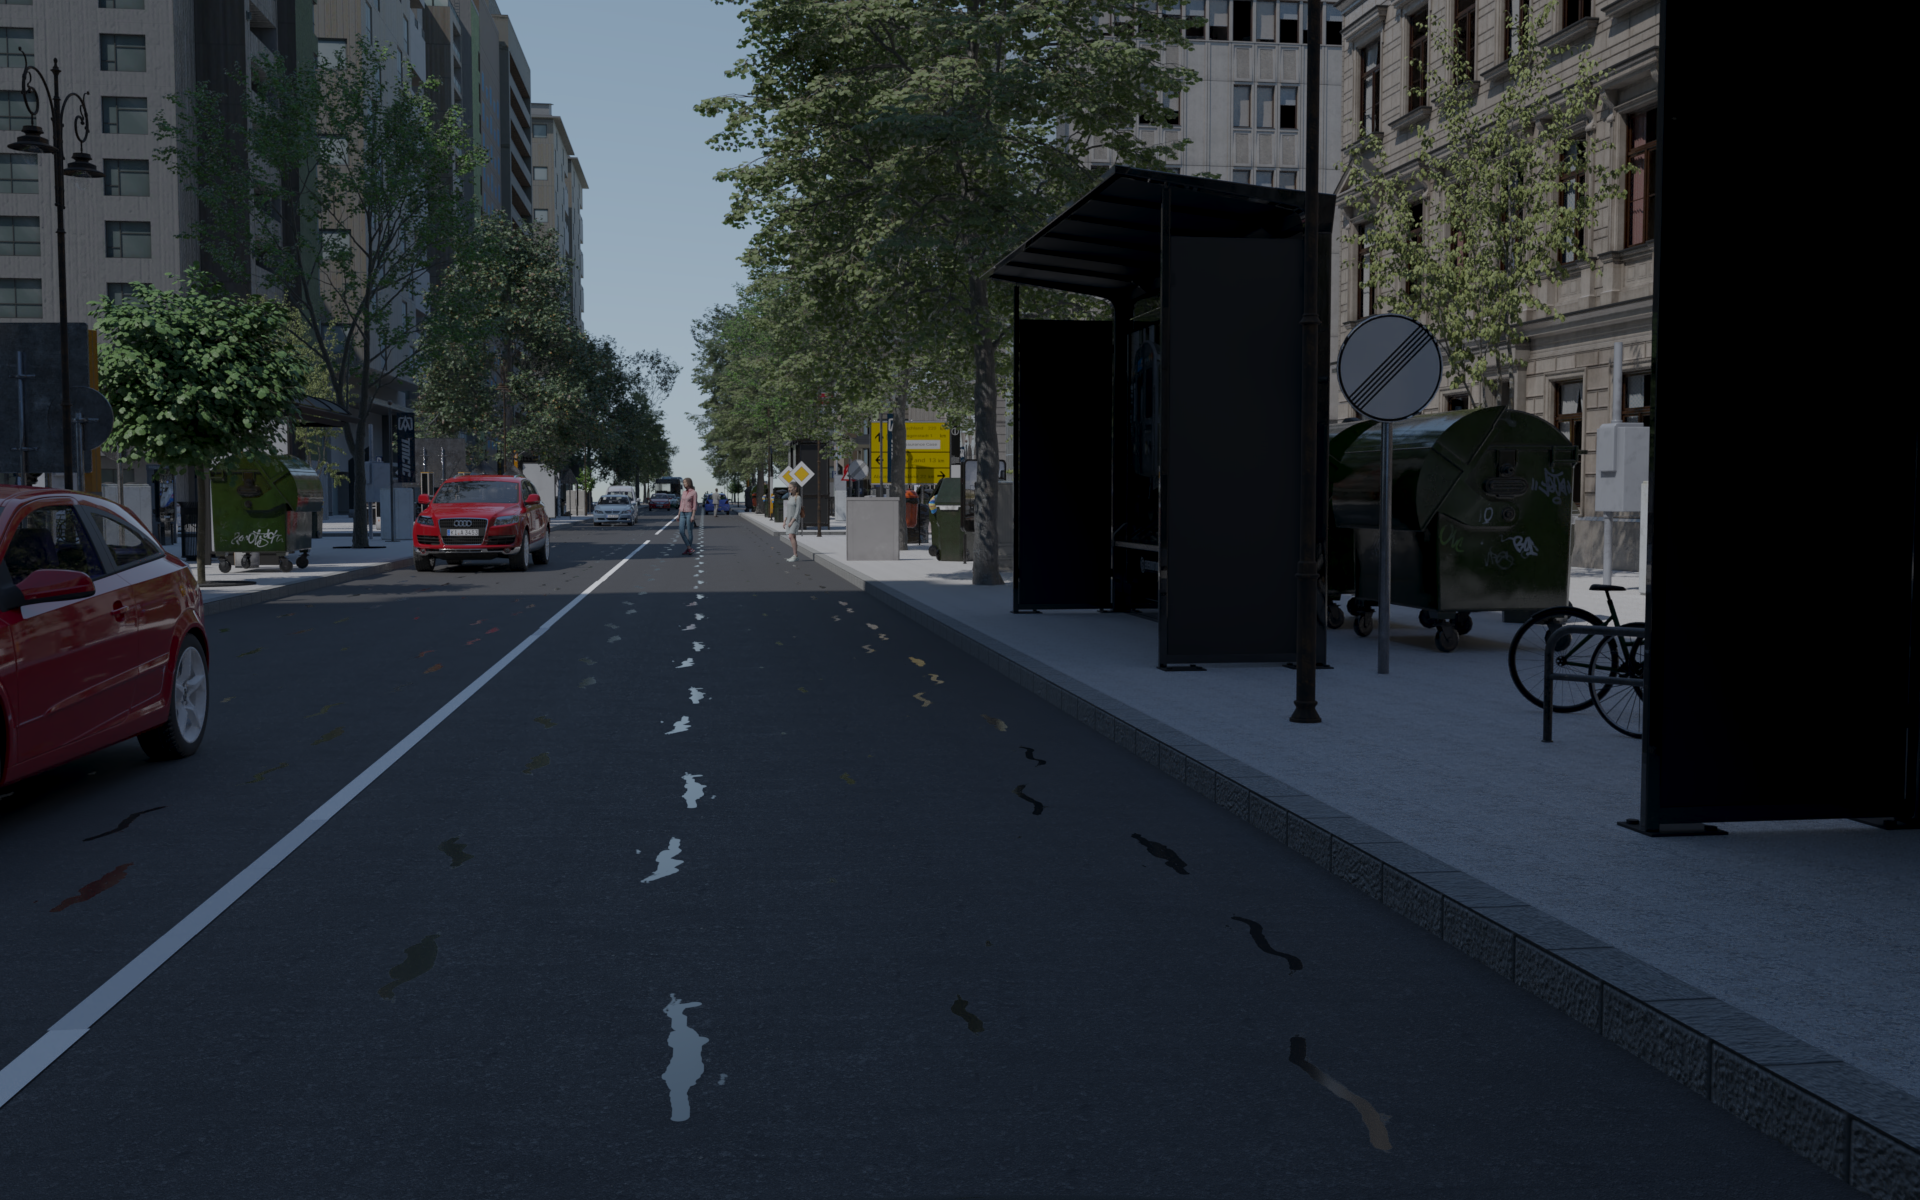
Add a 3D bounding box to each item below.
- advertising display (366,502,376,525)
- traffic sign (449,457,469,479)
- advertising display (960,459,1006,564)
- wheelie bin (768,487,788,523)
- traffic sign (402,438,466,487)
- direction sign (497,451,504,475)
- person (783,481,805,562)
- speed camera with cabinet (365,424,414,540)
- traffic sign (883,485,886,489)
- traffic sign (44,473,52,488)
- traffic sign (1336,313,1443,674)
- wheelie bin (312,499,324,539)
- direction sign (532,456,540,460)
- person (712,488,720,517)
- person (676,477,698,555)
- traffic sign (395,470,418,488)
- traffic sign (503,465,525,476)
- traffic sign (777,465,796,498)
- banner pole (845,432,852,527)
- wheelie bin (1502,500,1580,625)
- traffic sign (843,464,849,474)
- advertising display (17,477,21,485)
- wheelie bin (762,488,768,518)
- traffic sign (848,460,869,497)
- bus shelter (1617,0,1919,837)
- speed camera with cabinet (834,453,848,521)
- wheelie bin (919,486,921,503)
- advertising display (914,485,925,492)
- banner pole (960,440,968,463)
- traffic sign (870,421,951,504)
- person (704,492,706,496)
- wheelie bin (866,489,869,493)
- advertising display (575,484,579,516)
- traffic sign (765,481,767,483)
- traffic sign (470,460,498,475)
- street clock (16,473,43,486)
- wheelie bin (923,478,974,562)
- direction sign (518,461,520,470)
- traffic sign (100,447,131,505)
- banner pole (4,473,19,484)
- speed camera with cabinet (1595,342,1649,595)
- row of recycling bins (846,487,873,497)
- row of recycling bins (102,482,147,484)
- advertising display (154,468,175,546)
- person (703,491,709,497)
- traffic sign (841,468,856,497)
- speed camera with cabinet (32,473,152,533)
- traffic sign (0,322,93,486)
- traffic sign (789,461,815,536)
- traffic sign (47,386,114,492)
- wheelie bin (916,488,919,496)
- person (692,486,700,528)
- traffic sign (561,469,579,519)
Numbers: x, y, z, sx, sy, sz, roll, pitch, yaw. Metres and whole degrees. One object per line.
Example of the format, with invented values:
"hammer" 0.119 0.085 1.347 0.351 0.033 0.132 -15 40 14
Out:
"advertising display" -24.396 -4.067 71.709 0.974 1.923 0.123 -1 4 -16
"traffic sign" -17.721 -3.762 61.518 0.884 2.594 0.081 0 4 1
"advertising display" 0.434 -1.639 32.007 0.974 1.923 0.123 -3 4 -36
"wheelie bin" -7.997 -4.273 77.764 0.980 1.594 0.693 0 4 -6
"traffic sign" -19.103 -4.220 62.875 2.265 3.308 0.079 0 4 -7
"direction sign" -23.326 -5.898 88.434 0.876 3.537 0.379 3 4 38
"person" -3.547 -1.679 36.953 0.522 1.701 0.512 -3 4 -38
"speed camera with cabinet" -16.076 -3.326 48.710 0.660 3.252 2.038 -3 5 -42
"traffic sign" -2.768 -3.883 63.598 0.768 2.556 0.104 0 4 -6
"traffic sign" -11.447 -1.324 21.754 0.768 2.556 0.104 0 4 -4
"traffic sign" 3.028 -0.746 12.307 0.768 2.556 0.104 0 4 -4
"wheelie bin" -18.794 -2.574 49.990 0.980 1.594 0.693 0 4 -2
"direction sign" -19.885 -5.512 82.116 0.379 3.537 0.876 3 5 43
"person" -15.074 -6.044 107.526 0.606 1.804 0.583 2 4 25
"person" -6.445 -1.977 40.827 0.555 1.821 0.388 1 4 23
"traffic sign" -19.350 -3.633 60.591 0.795 2.450 0.064 0 4 1
"traffic sign" -15.209 -3.387 59.027 0.795 2.450 0.064 -1 4 -8
"traffic sign" -5.962 -3.470 60.370 0.795 2.450 0.064 -1 4 -8
"banner pole" -4.312 -4.783 68.219 0.401 3.779 0.863 0 4 4
"wheelie bin" 5.729 -0.574 17.290 0.693 1.594 0.980 3 4 38
"traffic sign" -4.386 -4.327 70.847 0.768 2.556 0.104 0 4 -1
"advertising display" -25.125 -2.549 46.885 0.974 1.923 0.123 1 4 21
"wheelie bin" -10.258 -5.291 94.408 0.980 1.594 0.693 -1 4 -22
"traffic sign" -3.767 -3.920 64.203 0.768 2.556 0.104 0 4 1
"bus shelter" 3.502 -0.749 3.537 1.731 3.624 6.357 -1 4 -8
"speed camera with cabinet" -5.726 -5.441 83.297 0.660 3.252 2.038 0 4 -4
"wheelie bin" -0.212 -1.697 35.659 0.693 1.594 0.980 2 4 35
"advertising display" -2.347 -5.634 97.326 0.123 1.923 0.974 -2 4 -25
"banner pole" 0.167 -5.544 80.657 0.401 3.779 0.863 -2 4 -33
"traffic sign" -1.374 -3.318 48.119 2.265 3.308 0.079 0 4 0
"person" -35.956 -14.390 244.687 0.541 1.710 0.530 1 4 15
"wheelie bin" -6.051 -6.254 110.165 0.980 1.594 0.693 -3 5 -39
"advertising display" -22.536 -5.912 101.882 0.123 1.923 0.974 -1 4 -17
"traffic sign" -15.186 -8.058 133.874 0.606 2.300 0.079 0 4 1
"traffic sign" -14.041 -2.904 51.128 0.795 2.450 0.064 -1 4 -8
"street clock" -14.281 -1.348 26.604 0.358 2.002 0.471 1 4 9
"wheelie bin" -0.067 -1.543 33.135 0.980 1.594 0.693 2 4 31
"direction sign" -24.788 -6.428 97.103 0.379 3.537 0.876 1 4 12
"traffic sign" -12.802 -1.609 26.415 0.768 2.556 0.104 0 4 1
"banner pole" -16.721 -2.486 30.666 0.863 3.779 0.401 1 4 21
"speed camera with cabinet" 8.882 -1.692 22.008 0.660 3.252 2.038 -1 4 -10
"row of recycling bins" -5.631 -6.112 107.036 3.534 1.692 1.069 1 4 17
"row of recycling bins" -28.950 -3.218 59.730 1.069 1.692 3.534 2 4 24
"advertising display" -19.819 -2.322 43.173 0.123 1.923 0.974 0 4 -4
"person" -35.828 -14.528 245.665 1.348 1.869 0.705 -1 4 -15
"traffic sign" -4.333 -4.243 69.382 0.884 2.594 0.081 0 4 -4
"speed camera with cabinet" -14.414 -2.097 28.624 0.660 3.252 2.038 2 4 24
"traffic sign" -11.459 -1.634 20.593 2.265 3.308 0.079 0 4 1
"traffic sign" -4.794 -2.986 52.470 0.795 2.450 0.064 -1 4 -8
"traffic sign" -10.375 -1.244 20.448 0.768 2.556 0.104 0 4 -2
"wheelie bin" -1.328 -3.555 66.028 0.693 1.594 0.980 3 4 37
"person" -11.232 -3.923 73.043 0.661 1.777 0.834 3 4 36
"traffic sign" -19.928 -5.413 88.506 0.884 2.594 0.081 0 4 -4
